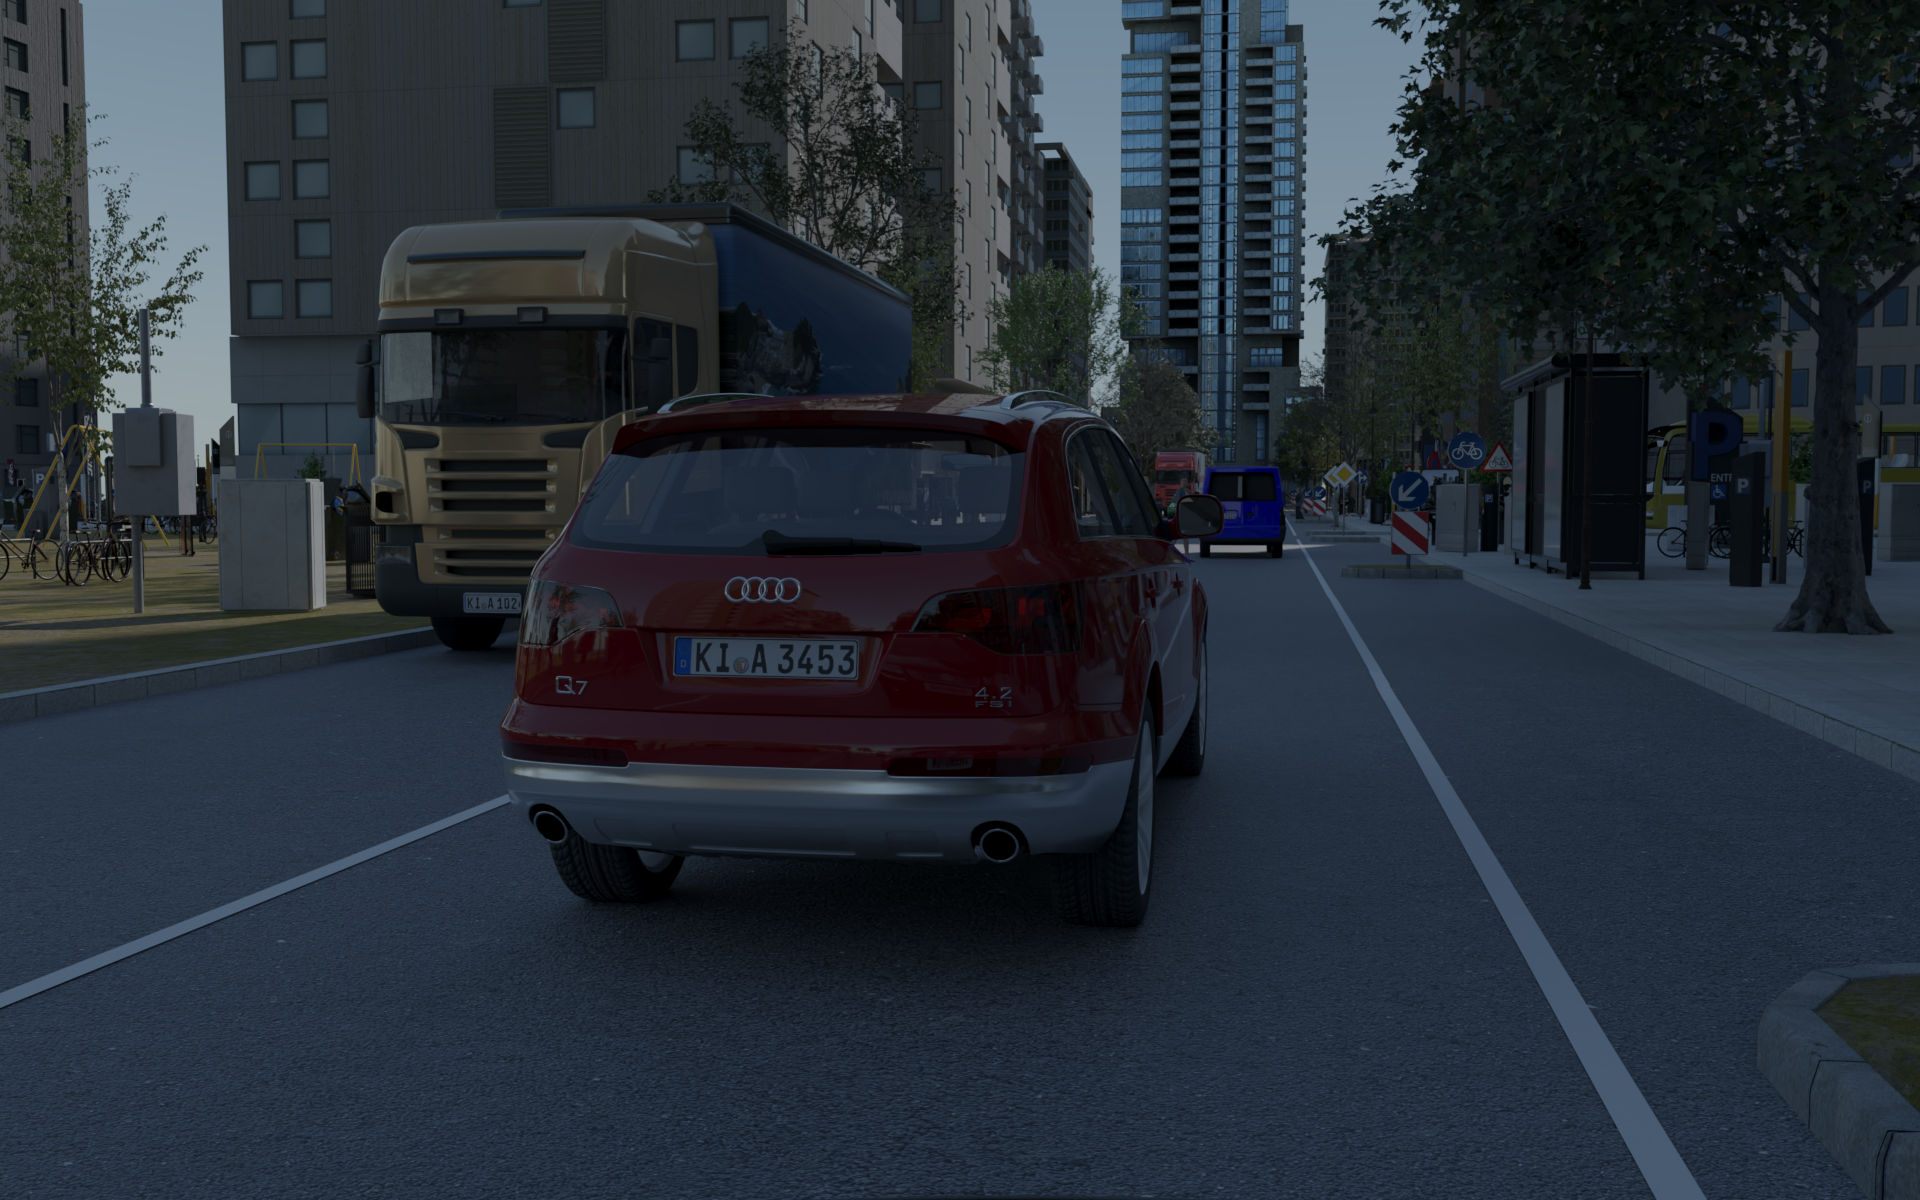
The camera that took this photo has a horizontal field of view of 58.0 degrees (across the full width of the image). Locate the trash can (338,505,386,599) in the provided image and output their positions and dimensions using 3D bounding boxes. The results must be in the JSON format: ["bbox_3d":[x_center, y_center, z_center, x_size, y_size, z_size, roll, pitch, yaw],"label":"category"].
[{"bbox_3d":[-7.274,-0.596,21.393,0.748,1.137,0.748,0,3,0],"label":"trash can"}]

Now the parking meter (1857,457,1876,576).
[{"bbox_3d":[14.122,-1.315,27.218,0.399,1.863,0.255,-1,4,-20],"label":"parking meter"}]

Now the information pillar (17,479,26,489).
[{"bbox_3d":[-45.444,-4.857,83.903,0.304,2.012,0.304,-1,4,-13],"label":"information pillar"}]

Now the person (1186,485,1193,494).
[{"bbox_3d":[9.254,-3.716,69.604,0.721,1.781,0.623,-2,4,-25],"label":"person"}]

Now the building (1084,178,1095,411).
[{"bbox_3d":[10.842,-36.077,239.966,14.200,45.320,14.600,1,4,10],"label":"building"}]

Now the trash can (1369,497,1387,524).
[{"bbox_3d":[17.736,-3.784,73.524,0.748,1.137,0.748,0,3,0],"label":"trash can"}]

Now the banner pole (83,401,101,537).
[{"bbox_3d":[-23.176,-3.443,46.309,0.401,3.779,0.863,0,4,3],"label":"banner pole"}]

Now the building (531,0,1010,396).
[{"bbox_3d":[-11.245,-32.724,124.275,28.713,52.752,27.495,1,4,10],"label":"building"}]

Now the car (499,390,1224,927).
[{"bbox_3d":[-0.055,0.076,7.423,2.281,1.827,5.304,1,4,11],"label":"car"}]

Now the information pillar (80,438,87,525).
[{"bbox_3d":[-36.215,-4.904,71.528,0.183,3.616,0.504,-3,4,-38],"label":"information pillar"}]

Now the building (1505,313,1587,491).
[{"bbox_3d":[45.914,-26.848,122.557,14.154,41.232,14.086,1,4,10],"label":"building"}]

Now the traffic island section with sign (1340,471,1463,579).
[{"bbox_3d":[7.673,-1.321,30.225,1.989,1.847,2.006,1,4,10],"label":"traffic island section with sign"}]

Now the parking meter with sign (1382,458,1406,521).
[{"bbox_3d":[20.972,-5.286,82.690,0.543,3.016,1.738,-2,4,-31],"label":"parking meter with sign"}]

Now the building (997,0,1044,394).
[{"bbox_3d":[-4.590,-32.795,155.802,23.786,49.044,30.456,1,4,10],"label":"building"}]

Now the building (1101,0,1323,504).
[{"bbox_3d":[34.332,-56.642,238.764,31.000,86.520,22.319,1,4,10],"label":"building"}]

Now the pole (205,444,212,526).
[{"bbox_3d":[-30.632,-4.694,70.594,0.158,3.312,0.155,0,3,0],"label":"pole"}]

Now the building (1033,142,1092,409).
[{"bbox_3d":[1.462,-30.335,187.866,23.993,40.220,32.217,1,4,10],"label":"building"}]

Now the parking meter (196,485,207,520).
[{"bbox_3d":[-35.554,-4.623,81.294,0.255,1.863,0.399,0,4,0],"label":"parking meter"}]

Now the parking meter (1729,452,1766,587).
[{"bbox_3d":[10.905,-1.119,24.015,0.255,1.863,0.399,-2,4,-33],"label":"parking meter"}]

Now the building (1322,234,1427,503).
[{"bbox_3d":[62.565,-33.525,240.008,23.993,40.220,32.217,1,4,10],"label":"building"}]

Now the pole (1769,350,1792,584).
[{"bbox_3d":[11.699,-1.886,24.678,0.158,3.312,0.155,0,3,0],"label":"pole"}]

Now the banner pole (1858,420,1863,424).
[{"bbox_3d":[30.310,-4.196,58.624,0.401,3.779,0.863,0,4,2],"label":"banner pole"}]

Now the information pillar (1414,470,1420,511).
[{"bbox_3d":[14.127,-2.982,53.243,0.304,2.012,0.304,-2,4,-27],"label":"information pillar"}]

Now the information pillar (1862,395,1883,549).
[{"bbox_3d":[21.384,-3.017,40.679,0.183,3.616,0.504,-1,4,-21],"label":"information pillar"}]

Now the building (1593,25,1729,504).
[{"bbox_3d":[43.500,-32.514,73.598,28.212,58.520,21.231,1,4,10],"label":"building"}]

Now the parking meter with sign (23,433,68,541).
[{"bbox_3d":[-25.639,-3.196,48.519,0.543,3.016,1.738,0,4,-3],"label":"parking meter with sign"}]

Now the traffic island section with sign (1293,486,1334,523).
[{"bbox_3d":[17.623,-4.704,85.543,1.989,1.847,2.006,1,4,10],"label":"traffic island section with sign"}]

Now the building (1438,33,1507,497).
[{"bbox_3d":[51.801,-31.090,158.435,14.600,45.320,14.200,1,4,10],"label":"building"}]

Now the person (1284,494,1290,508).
[{"bbox_3d":[34.300,-10.696,183.477,1.348,1.812,0.705,0,4,5],"label":"person"}]

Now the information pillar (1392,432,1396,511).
[{"bbox_3d":[16.445,-4.542,65.619,0.183,3.616,0.504,1,4,15],"label":"information pillar"}]

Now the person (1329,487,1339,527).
[{"bbox_3d":[16.289,-4.089,75.532,0.466,1.800,0.511,-1,4,-13],"label":"person"}]

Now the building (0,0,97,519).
[{"bbox_3d":[-56.665,-19.559,91.483,14.107,30.474,14.160,1,4,10],"label":"building"}]

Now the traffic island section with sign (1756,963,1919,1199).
[{"bbox_3d":[2.899,0.302,3.695,1.989,1.847,2.006,1,4,10],"label":"traffic island section with sign"}]

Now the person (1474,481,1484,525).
[{"bbox_3d":[16.400,-2.853,55.051,0.656,1.842,0.836,1,4,19],"label":"person"}]

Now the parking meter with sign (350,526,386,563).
[{"bbox_3d":[-10.579,-2.221,32.570,1.738,3.016,0.543,-1,4,-9],"label":"parking meter with sign"}]

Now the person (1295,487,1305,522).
[{"bbox_3d":[17.443,-4.900,89.039,0.534,1.772,0.576,-1,4,-16],"label":"person"}]

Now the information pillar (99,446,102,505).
[{"bbox_3d":[-42.424,-5.751,85.377,0.183,3.616,0.504,-3,4,-38],"label":"information pillar"}]

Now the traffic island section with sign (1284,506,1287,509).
[{"bbox_3d":[31.177,-9.317,160.968,1.989,1.847,2.006,1,4,10],"label":"traffic island section with sign"}]

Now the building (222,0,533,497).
[{"bbox_3d":[-18.359,-30.600,89.556,28.713,52.752,27.495,1,4,10],"label":"building"}]

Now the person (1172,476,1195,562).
[{"bbox_3d":[4.689,-1.723,36.694,0.581,1.822,0.654,-3,5,-39],"label":"person"}]

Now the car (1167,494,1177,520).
[{"bbox_3d":[12.450,-5.303,95.505,1.959,1.807,4.718,1,4,12],"label":"car"}]

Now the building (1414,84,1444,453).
[{"bbox_3d":[58.968,-32.104,179.529,22.147,44.769,28.867,1,4,10],"label":"building"}]

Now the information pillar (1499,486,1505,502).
[{"bbox_3d":[28.297,-5.264,90.553,0.304,2.012,0.304,0,4,5],"label":"information pillar"}]

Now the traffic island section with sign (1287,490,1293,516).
[{"bbox_3d":[22.384,-6.327,112.076,1.989,1.847,2.006,1,4,10],"label":"traffic island section with sign"}]

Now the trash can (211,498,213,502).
[{"bbox_3d":[-46.654,-5.877,107.747,0.748,1.137,0.748,0,3,0],"label":"trash can"}]

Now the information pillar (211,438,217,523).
[{"bbox_3d":[-31.028,-4.954,72.360,0.183,3.616,0.504,2,4,31],"label":"information pillar"}]

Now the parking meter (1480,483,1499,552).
[{"bbox_3d":[11.831,-1.853,38.701,0.372,1.533,0.369,0,3,0],"label":"parking meter"}]

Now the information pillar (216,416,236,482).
[{"bbox_3d":[-21.888,-3.698,51.823,0.504,3.616,0.183,1,4,14],"label":"information pillar"}]
